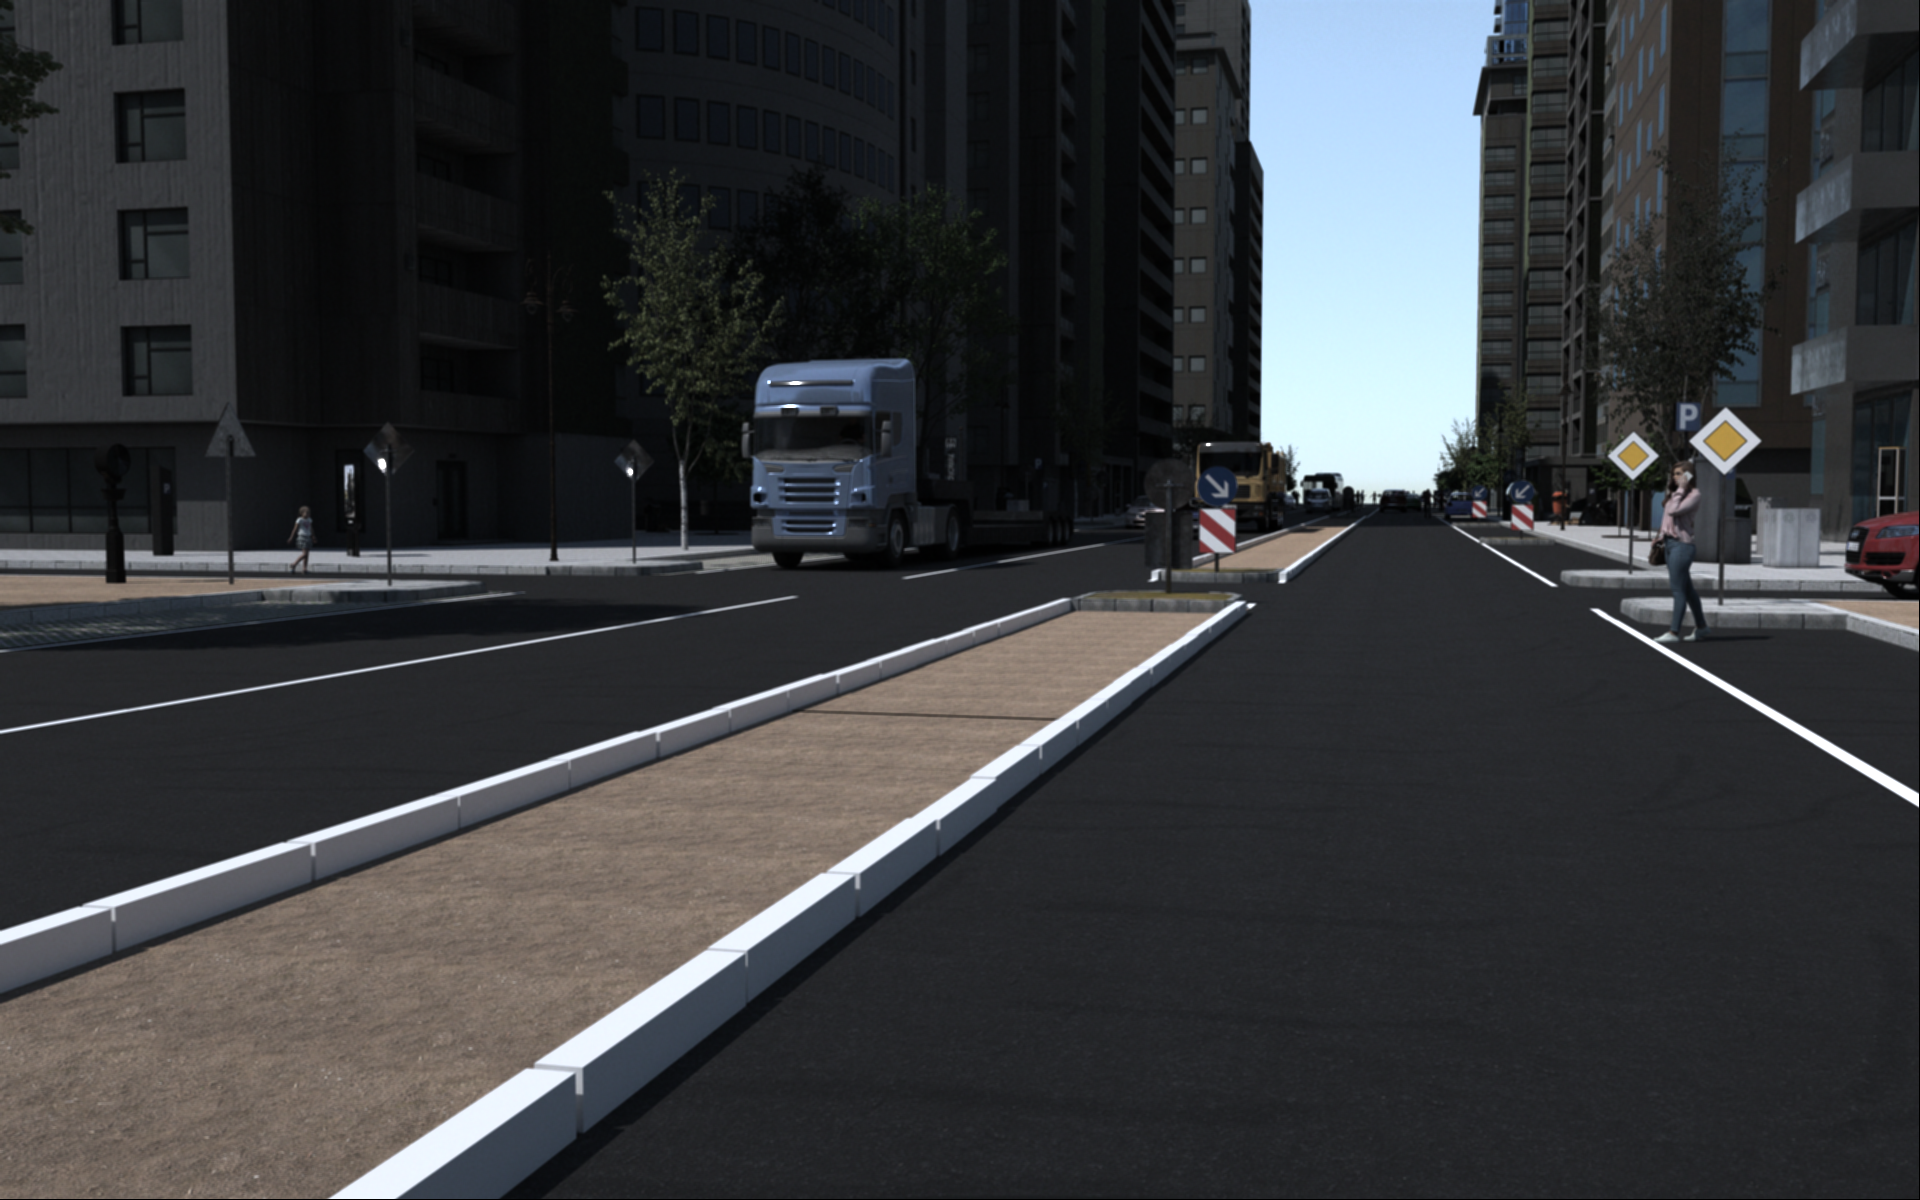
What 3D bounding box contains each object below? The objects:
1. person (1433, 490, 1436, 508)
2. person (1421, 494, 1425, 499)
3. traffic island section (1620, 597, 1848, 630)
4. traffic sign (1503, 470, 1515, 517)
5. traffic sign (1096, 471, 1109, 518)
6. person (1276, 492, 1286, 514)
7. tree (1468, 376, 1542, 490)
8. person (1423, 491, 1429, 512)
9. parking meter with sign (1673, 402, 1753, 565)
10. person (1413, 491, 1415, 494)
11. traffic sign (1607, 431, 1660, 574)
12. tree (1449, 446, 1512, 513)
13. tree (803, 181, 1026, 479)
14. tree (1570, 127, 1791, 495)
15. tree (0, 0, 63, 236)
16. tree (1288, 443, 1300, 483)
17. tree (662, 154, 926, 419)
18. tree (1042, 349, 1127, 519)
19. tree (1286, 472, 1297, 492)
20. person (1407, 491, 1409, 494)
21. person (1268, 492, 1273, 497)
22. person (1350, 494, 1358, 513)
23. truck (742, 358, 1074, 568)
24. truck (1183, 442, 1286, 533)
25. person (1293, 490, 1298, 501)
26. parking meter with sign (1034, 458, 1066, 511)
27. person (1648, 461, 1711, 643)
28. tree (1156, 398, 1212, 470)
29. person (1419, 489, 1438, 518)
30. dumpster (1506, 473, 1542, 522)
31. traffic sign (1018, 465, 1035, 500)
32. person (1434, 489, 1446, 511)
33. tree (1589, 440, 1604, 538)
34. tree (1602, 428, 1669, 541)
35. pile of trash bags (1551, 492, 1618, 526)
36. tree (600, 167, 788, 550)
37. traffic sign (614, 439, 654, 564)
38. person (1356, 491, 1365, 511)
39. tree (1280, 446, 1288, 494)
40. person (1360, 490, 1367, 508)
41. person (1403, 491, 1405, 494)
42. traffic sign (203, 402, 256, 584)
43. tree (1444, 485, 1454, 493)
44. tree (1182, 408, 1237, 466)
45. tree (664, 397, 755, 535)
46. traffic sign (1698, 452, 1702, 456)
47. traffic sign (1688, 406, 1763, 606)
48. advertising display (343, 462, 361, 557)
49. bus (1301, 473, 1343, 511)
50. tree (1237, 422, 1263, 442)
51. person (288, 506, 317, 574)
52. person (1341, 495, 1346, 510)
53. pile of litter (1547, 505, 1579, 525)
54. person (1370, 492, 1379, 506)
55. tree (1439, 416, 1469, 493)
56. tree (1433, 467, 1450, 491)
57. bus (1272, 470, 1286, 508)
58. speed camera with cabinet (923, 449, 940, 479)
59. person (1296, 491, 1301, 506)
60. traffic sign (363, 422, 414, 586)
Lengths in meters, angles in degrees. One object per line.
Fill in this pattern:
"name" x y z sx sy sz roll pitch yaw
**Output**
"person" 47.667 -10.109 173.798 0.705 1.823 1.348 1 4 14
"person" 60.150 -13.156 223.685 1.350 1.814 0.705 2 4 33
"traffic island section" 8.781 0.142 19.956 2.009 0.180 2.903 1 4 14
"traffic sign" 28.785 -5.532 90.558 0.768 2.556 0.104 1 4 20
"traffic sign" 7.720 -5.739 93.943 0.768 2.556 0.104 1 4 23
"person" 22.902 -7.037 123.430 0.709 1.838 0.599 2 4 26
"tree" 34.554 -9.690 108.800 4.737 8.622 4.395 0 3 0
"person" 37.668 -7.989 139.921 0.445 1.727 0.742 1 4 17
"parking meter with sign" 14.036 -2.199 32.219 0.543 3.016 1.738 -1 4 -15
"person" 43.887 -9.687 167.402 1.217 1.766 0.721 3 5 44
"traffic sign" 10.715 -1.467 27.627 0.795 2.450 0.064 1 4 14
"tree" 35.761 -8.148 116.928 4.285 4.588 4.351 0 3 0
"tree" -1.505 -8.155 59.082 9.928 11.665 9.643 0 3 0
"tree" 14.991 -5.215 35.636 4.360 8.622 3.978 0 3 0
"tree" -12.245 -6.019 16.534 7.486 12.596 7.792 0 3 0
"tree" 47.201 -18.362 250.586 4.737 8.622 4.395 0 3 0
"tree" -4.704 -6.917 47.510 7.601 10.594 8.767 1 4 17
"tree" 6.107 -8.421 88.045 4.737 8.622 4.395 0 3 0
"tree" 48.079 -16.620 255.452 4.285 4.588 4.351 0 3 0
"person" 47.902 -10.733 184.770 0.721 1.735 1.217 2 4 29
"person" 18.848 -5.852 104.961 0.721 1.735 1.217 3 5 43
"person" 30.344 -7.637 134.066 1.217 1.736 0.721 -2 4 -24
"truck" -0.459 -3.090 40.278 2.967 4.110 18.799 1 4 16
"truck" 10.790 -4.316 66.491 3.469 3.379 9.791 1 4 15
"person" 34.048 -10.263 176.311 0.705 1.822 1.348 3 5 45
"parking meter with sign" 4.422 -5.400 84.543 1.738 3.016 0.543 -3 5 -44
"person" 7.026 -0.470 16.776 0.643 1.750 0.593 0 4 1
"tree" 17.119 -11.137 132.452 4.360 8.622 3.978 0 3 0
"person" 28.201 -5.819 104.365 1.217 1.743 0.721 1 4 14
"dumpster" 26.484 -4.822 81.332 1.502 2.255 1.985 1 4 14
"traffic sign" 2.879 -4.585 75.064 0.768 2.556 0.104 1 4 20
"person" 39.992 -8.286 143.912 0.705 1.831 1.348 -2 4 -33
"tree" 19.311 -3.446 50.944 1.663 3.219 1.824 0 3 0
"tree" 18.981 -3.228 47.379 1.663 3.219 1.824 0 3 0
"pile of trash bags" 25.435 -3.652 69.464 3.447 1.369 1.912 0 4 -2
"tree" -6.204 -5.434 39.215 4.737 8.622 4.395 0 3 0
"traffic sign" -5.999 -1.726 31.861 0.795 2.450 0.064 1 4 14
"person" 34.160 -8.518 148.493 1.217 1.735 0.721 3 4 39
"tree" 34.368 -15.311 200.696 4.737 8.622 4.395 0 3 0
"person" 41.228 -10.313 176.988 0.599 1.838 0.709 -1 4 -11
"person" 44.385 -10.044 173.277 0.990 1.755 0.434 2 4 34
"traffic sign" -10.356 -1.501 24.544 0.884 2.594 0.081 1 4 17
"tree" 57.851 -12.825 204.297 1.663 3.219 1.824 0 3 0
"tree" 21.247 -12.164 149.238 4.737 8.622 4.395 0 3 0
"tree" -7.753 -4.364 55.068 4.285 4.588 4.351 0 3 0
"traffic sign" 14.583 -2.032 33.322 0.768 2.556 0.104 1 4 21
"traffic sign" 8.757 -0.993 19.885 0.795 2.450 0.064 1 4 14
"advertising display" -12.492 -1.859 35.604 0.123 1.923 0.974 -2 4 -32
"bus" 30.837 -9.298 146.881 2.948 3.499 13.247 1 4 16
"tree" 28.080 -13.676 173.969 4.737 8.622 4.395 0 3 0
"person" -11.768 -1.073 31.052 0.382 1.210 0.505 1 4 19
"person" 33.756 -8.857 153.834 1.217 1.766 0.721 0 4 6
"pile of litter" 25.347 -3.558 72.142 1.719 0.858 1.176 1 4 13
"person" 50.082 -12.241 209.349 1.217 1.736 0.721 0 4 -2
"tree" 47.187 -12.973 162.474 4.737 8.622 4.395 0 3 0
"tree" 53.506 -12.395 186.371 4.285 4.588 4.351 0 3 0
"bus" 24.191 -8.920 137.392 2.896 3.916 12.252 1 4 15
"speed camera with cabinet" -0.980 -4.919 74.761 0.660 3.252 2.038 -1 4 -22
"person" 42.072 -12.693 216.112 1.350 1.814 0.705 -2 4 -33
"traffic sign" -7.958 -1.252 24.119 0.795 2.450 0.064 1 4 14
